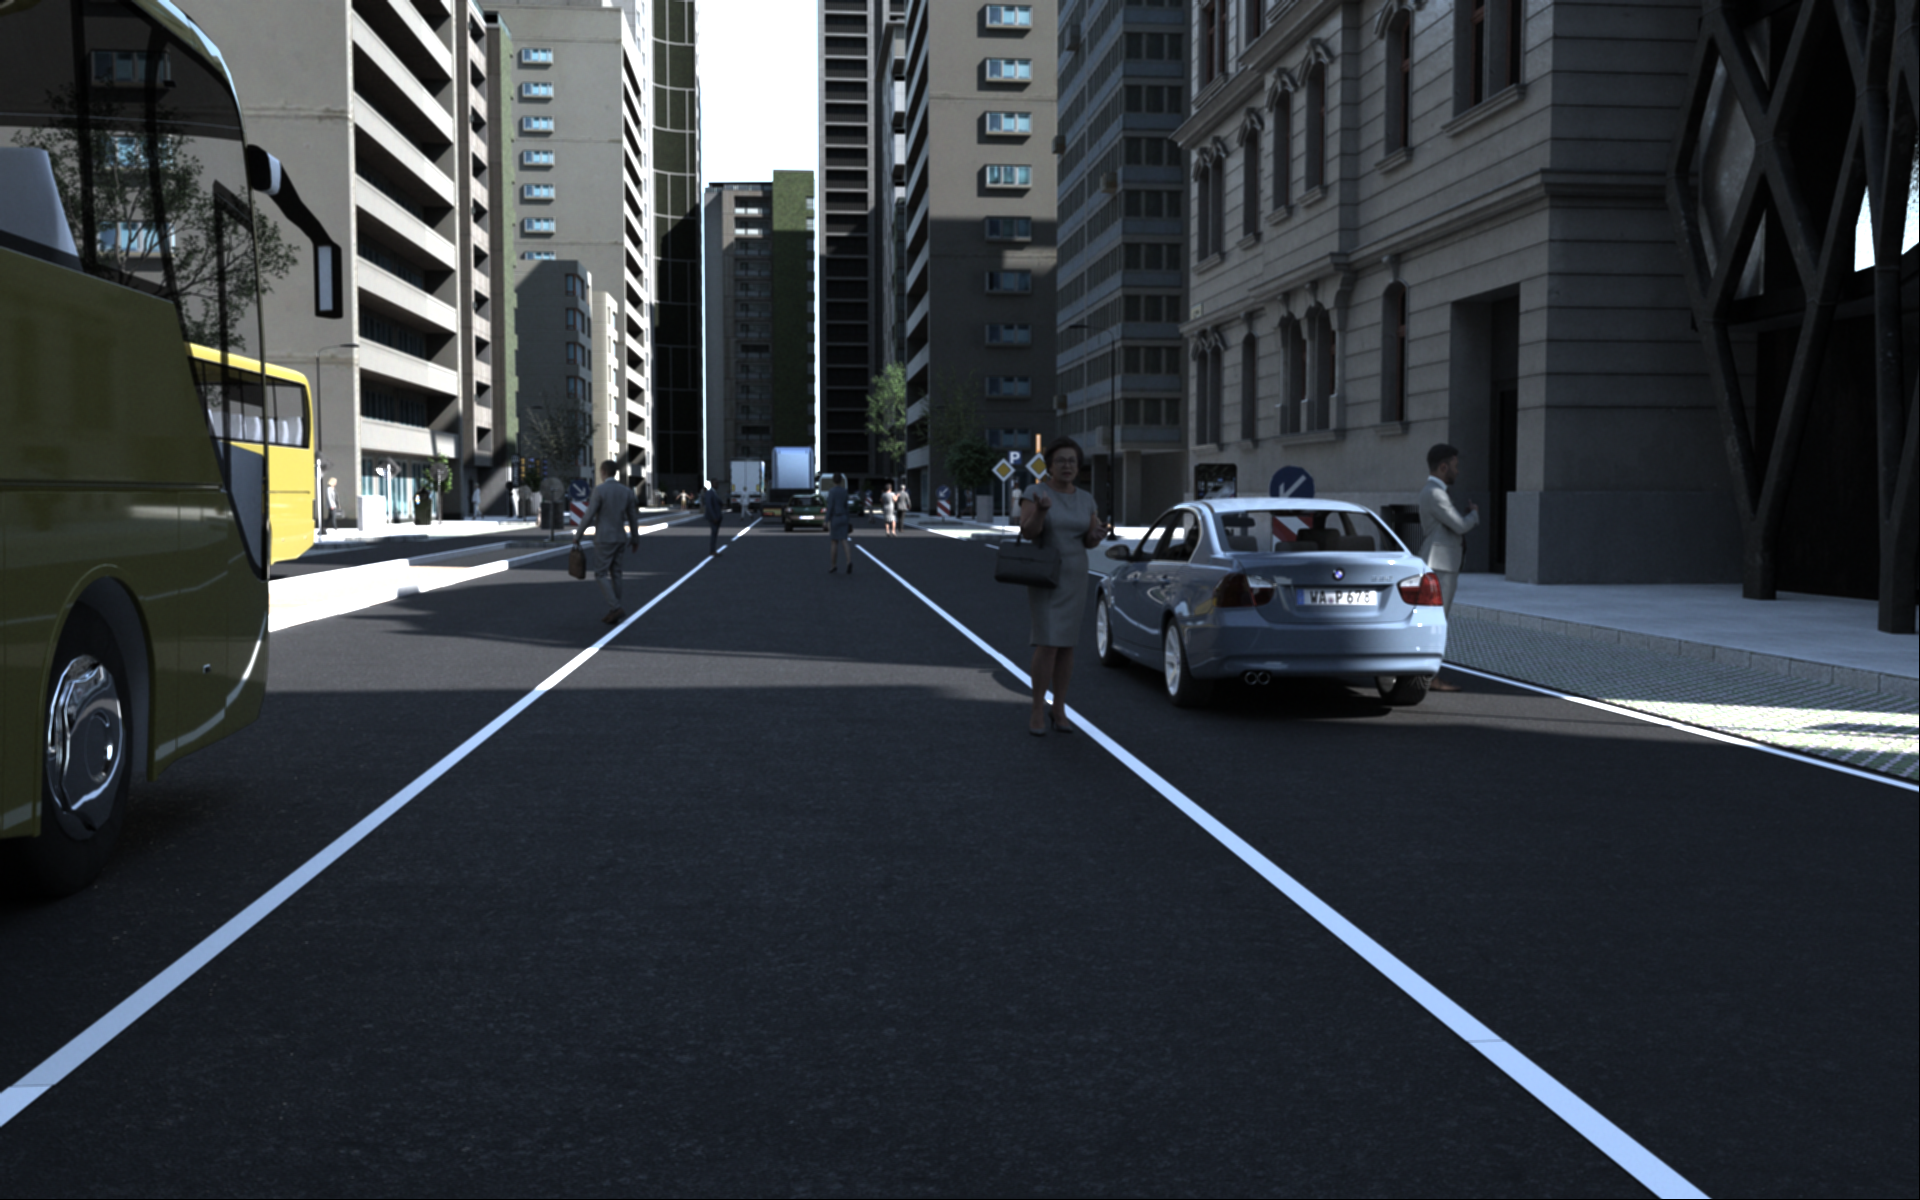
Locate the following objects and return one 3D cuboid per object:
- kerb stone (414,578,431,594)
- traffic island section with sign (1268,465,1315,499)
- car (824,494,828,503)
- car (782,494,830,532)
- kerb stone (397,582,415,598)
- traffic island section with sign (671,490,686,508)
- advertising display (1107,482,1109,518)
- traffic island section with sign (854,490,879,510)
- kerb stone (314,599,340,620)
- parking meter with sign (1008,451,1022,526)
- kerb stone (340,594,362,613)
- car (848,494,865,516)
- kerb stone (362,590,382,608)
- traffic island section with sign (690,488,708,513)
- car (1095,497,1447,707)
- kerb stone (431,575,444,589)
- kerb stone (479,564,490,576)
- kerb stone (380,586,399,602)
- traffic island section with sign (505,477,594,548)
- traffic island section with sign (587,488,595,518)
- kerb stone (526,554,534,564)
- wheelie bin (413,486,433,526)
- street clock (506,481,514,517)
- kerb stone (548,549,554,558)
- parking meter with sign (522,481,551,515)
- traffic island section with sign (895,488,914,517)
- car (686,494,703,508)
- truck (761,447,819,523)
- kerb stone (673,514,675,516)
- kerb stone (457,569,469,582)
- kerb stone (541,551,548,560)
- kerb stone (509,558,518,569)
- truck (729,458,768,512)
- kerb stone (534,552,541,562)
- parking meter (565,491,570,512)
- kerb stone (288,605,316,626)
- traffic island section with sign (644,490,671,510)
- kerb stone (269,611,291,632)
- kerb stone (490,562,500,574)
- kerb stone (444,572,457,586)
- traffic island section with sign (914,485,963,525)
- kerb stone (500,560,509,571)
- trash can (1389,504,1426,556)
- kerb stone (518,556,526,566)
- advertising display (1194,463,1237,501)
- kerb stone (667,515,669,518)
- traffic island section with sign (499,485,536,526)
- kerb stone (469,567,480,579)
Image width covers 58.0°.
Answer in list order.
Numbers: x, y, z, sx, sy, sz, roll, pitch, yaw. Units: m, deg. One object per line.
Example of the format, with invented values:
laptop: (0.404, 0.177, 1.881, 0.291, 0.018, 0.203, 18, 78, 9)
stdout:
kerb stone: (-7.931, -0.189, 25.283, 0.120, 0.150, 1.000, 0, 4, -6)
traffic island section with sign: (4.432, -0.990, 24.816, 1.989, 1.847, 2.006, 0, 4, -6)
car: (-9.135, -6.940, 125.271, 2.131, 1.459, 4.920, 0, 4, -4)
car: (-5.866, -3.485, 66.768, 2.009, 1.686, 4.222, 0, 4, -4)
kerb stone: (-7.836, -0.127, 24.265, 0.120, 0.150, 1.000, 0, 4, -6)
traffic island section with sign: (-29.870, -10.633, 182.480, 1.989, 1.847, 2.006, 0, 4, -6)
advertising display: (7.457, -5.326, 92.287, 0.974, 1.923, 0.123, 1, 4, 9)
traffic island section with sign: (-8.414, -9.079, 157.063, 1.989, 1.847, 2.006, 0, 4, -6)
kerb stone: (-7.445, 0.123, 20.184, 0.120, 0.150, 1.000, 0, 4, -6)
parking meter with sign: (2.241, -4.560, 70.825, 0.543, 3.016, 1.738, 0, 4, 2)
kerb stone: (-7.535, 0.061, 21.206, 0.120, 0.150, 1.000, 0, 4, -6)
car: (-7.181, -6.146, 112.283, 2.131, 1.459, 4.920, 0, 4, -6)
kerb stone: (-7.636, -0.002, 22.226, 0.120, 0.150, 1.000, 0, 4, -6)
traffic island section with sign: (-19.026, -7.376, 128.734, 2.006, 1.907, 1.989, 0, 4, -6)
car: (2.172, -0.062, 13.014, 2.014, 1.417, 4.499, 0, 4, -5)
kerb stone: (-8.036, -0.248, 26.307, 0.120, 0.150, 1.000, 0, 4, -6)
kerb stone: (-8.436, -0.501, 30.393, 0.120, 0.150, 1.000, 0, 4, -6)
kerb stone: (-7.739, -0.063, 23.244, 0.120, 0.150, 1.000, 0, 4, -6)
traffic island section with sign: (-11.057, -2.351, 46.572, 2.006, 1.907, 1.989, 0, 4, -6)
traffic island section with sign: (-22.423, -5.934, 105.654, 1.989, 1.847, 2.006, 0, 4, -6)
kerb stone: (-8.928, -0.812, 35.501, 0.120, 0.150, 1.000, 0, 4, -6)
wheelie bin: (-21.764, -3.813, 70.257, 0.693, 1.594, 0.980, 0, 4, -1)
street clock: (-25.324, -5.688, 97.566, 0.471, 2.002, 0.358, 2, 4, 34)
kerb stone: (-9.228, -0.999, 38.575, 0.120, 0.150, 1.000, 0, 4, -6)
parking meter with sign: (-25.953, -6.711, 105.984, 1.738, 3.016, 0.543, 0, 4, -4)
traffic island section with sign: (-3.541, -6.009, 106.876, 1.989, 1.847, 2.006, 0, 4, -6)
car: (-26.986, -10.154, 177.815, 2.131, 1.459, 4.920, 0, 4, -5)
truck: (-9.103, -6.324, 93.154, 2.967, 4.110, 18.799, 0, 4, -4)
kerb stone: (-18.097, -5.267, 108.310, 0.120, 0.150, 1.000, 0, 4, -6)
kerb stone: (-8.237, -0.377, 28.353, 0.120, 0.150, 1.000, 0, 4, -6)
kerb stone: (-9.123, -0.940, 37.559, 0.120, 0.150, 1.000, 0, 4, -6)
kerb stone: (-8.736, -0.689, 33.454, 0.120, 0.150, 1.000, 0, 4, -6)
truck: (-17.097, -9.237, 139.942, 2.839, 4.237, 11.283, 0, 4, -5)
kerb stone: (-9.030, -0.877, 36.528, 0.120, 0.150, 1.000, 0, 4, -6)
parking meter: (-28.556, -7.195, 126.049, 0.372, 1.533, 0.369, 0, 3, 0)
kerb stone: (-7.352, 0.186, 19.162, 0.120, 0.150, 1.000, 0, 4, -6)
traffic island section with sign: (-27.239, -8.968, 155.260, 1.989, 1.847, 2.006, 0, 4, -6)
kerb stone: (-7.248, 0.248, 18.145, 0.120, 0.150, 1.000, 0, 4, -6)
kerb stone: (-8.535, -0.564, 31.411, 0.120, 0.150, 1.000, 0, 4, -6)
kerb stone: (-8.131, -0.312, 27.329, 0.120, 0.150, 1.000, 0, 4, -6)
traffic island section with sign: (-0.935, -4.368, 80.046, 1.989, 1.847, 2.006, 0, 4, -6)
kerb stone: (-8.632, -0.626, 32.434, 0.120, 0.150, 1.000, 0, 4, -6)
trash can: (6.229, -0.735, 23.663, 0.748, 1.137, 0.748, 0, 3, 0)
kerb stone: (-8.830, -0.751, 34.477, 0.120, 0.150, 1.000, 0, 4, -6)
advertising display: (5.401, -1.922, 36.636, 0.974, 1.923, 0.123, -1, 4, -23)
kerb stone: (-17.610, -4.946, 103.202, 0.120, 0.150, 1.000, 0, 4, -6)
traffic island section with sign: (-19.817, -4.293, 78.825, 1.989, 1.847, 2.006, 0, 4, -6)
kerb stone: (-8.334, -0.438, 29.371, 0.120, 0.150, 1.000, 0, 4, -6)
